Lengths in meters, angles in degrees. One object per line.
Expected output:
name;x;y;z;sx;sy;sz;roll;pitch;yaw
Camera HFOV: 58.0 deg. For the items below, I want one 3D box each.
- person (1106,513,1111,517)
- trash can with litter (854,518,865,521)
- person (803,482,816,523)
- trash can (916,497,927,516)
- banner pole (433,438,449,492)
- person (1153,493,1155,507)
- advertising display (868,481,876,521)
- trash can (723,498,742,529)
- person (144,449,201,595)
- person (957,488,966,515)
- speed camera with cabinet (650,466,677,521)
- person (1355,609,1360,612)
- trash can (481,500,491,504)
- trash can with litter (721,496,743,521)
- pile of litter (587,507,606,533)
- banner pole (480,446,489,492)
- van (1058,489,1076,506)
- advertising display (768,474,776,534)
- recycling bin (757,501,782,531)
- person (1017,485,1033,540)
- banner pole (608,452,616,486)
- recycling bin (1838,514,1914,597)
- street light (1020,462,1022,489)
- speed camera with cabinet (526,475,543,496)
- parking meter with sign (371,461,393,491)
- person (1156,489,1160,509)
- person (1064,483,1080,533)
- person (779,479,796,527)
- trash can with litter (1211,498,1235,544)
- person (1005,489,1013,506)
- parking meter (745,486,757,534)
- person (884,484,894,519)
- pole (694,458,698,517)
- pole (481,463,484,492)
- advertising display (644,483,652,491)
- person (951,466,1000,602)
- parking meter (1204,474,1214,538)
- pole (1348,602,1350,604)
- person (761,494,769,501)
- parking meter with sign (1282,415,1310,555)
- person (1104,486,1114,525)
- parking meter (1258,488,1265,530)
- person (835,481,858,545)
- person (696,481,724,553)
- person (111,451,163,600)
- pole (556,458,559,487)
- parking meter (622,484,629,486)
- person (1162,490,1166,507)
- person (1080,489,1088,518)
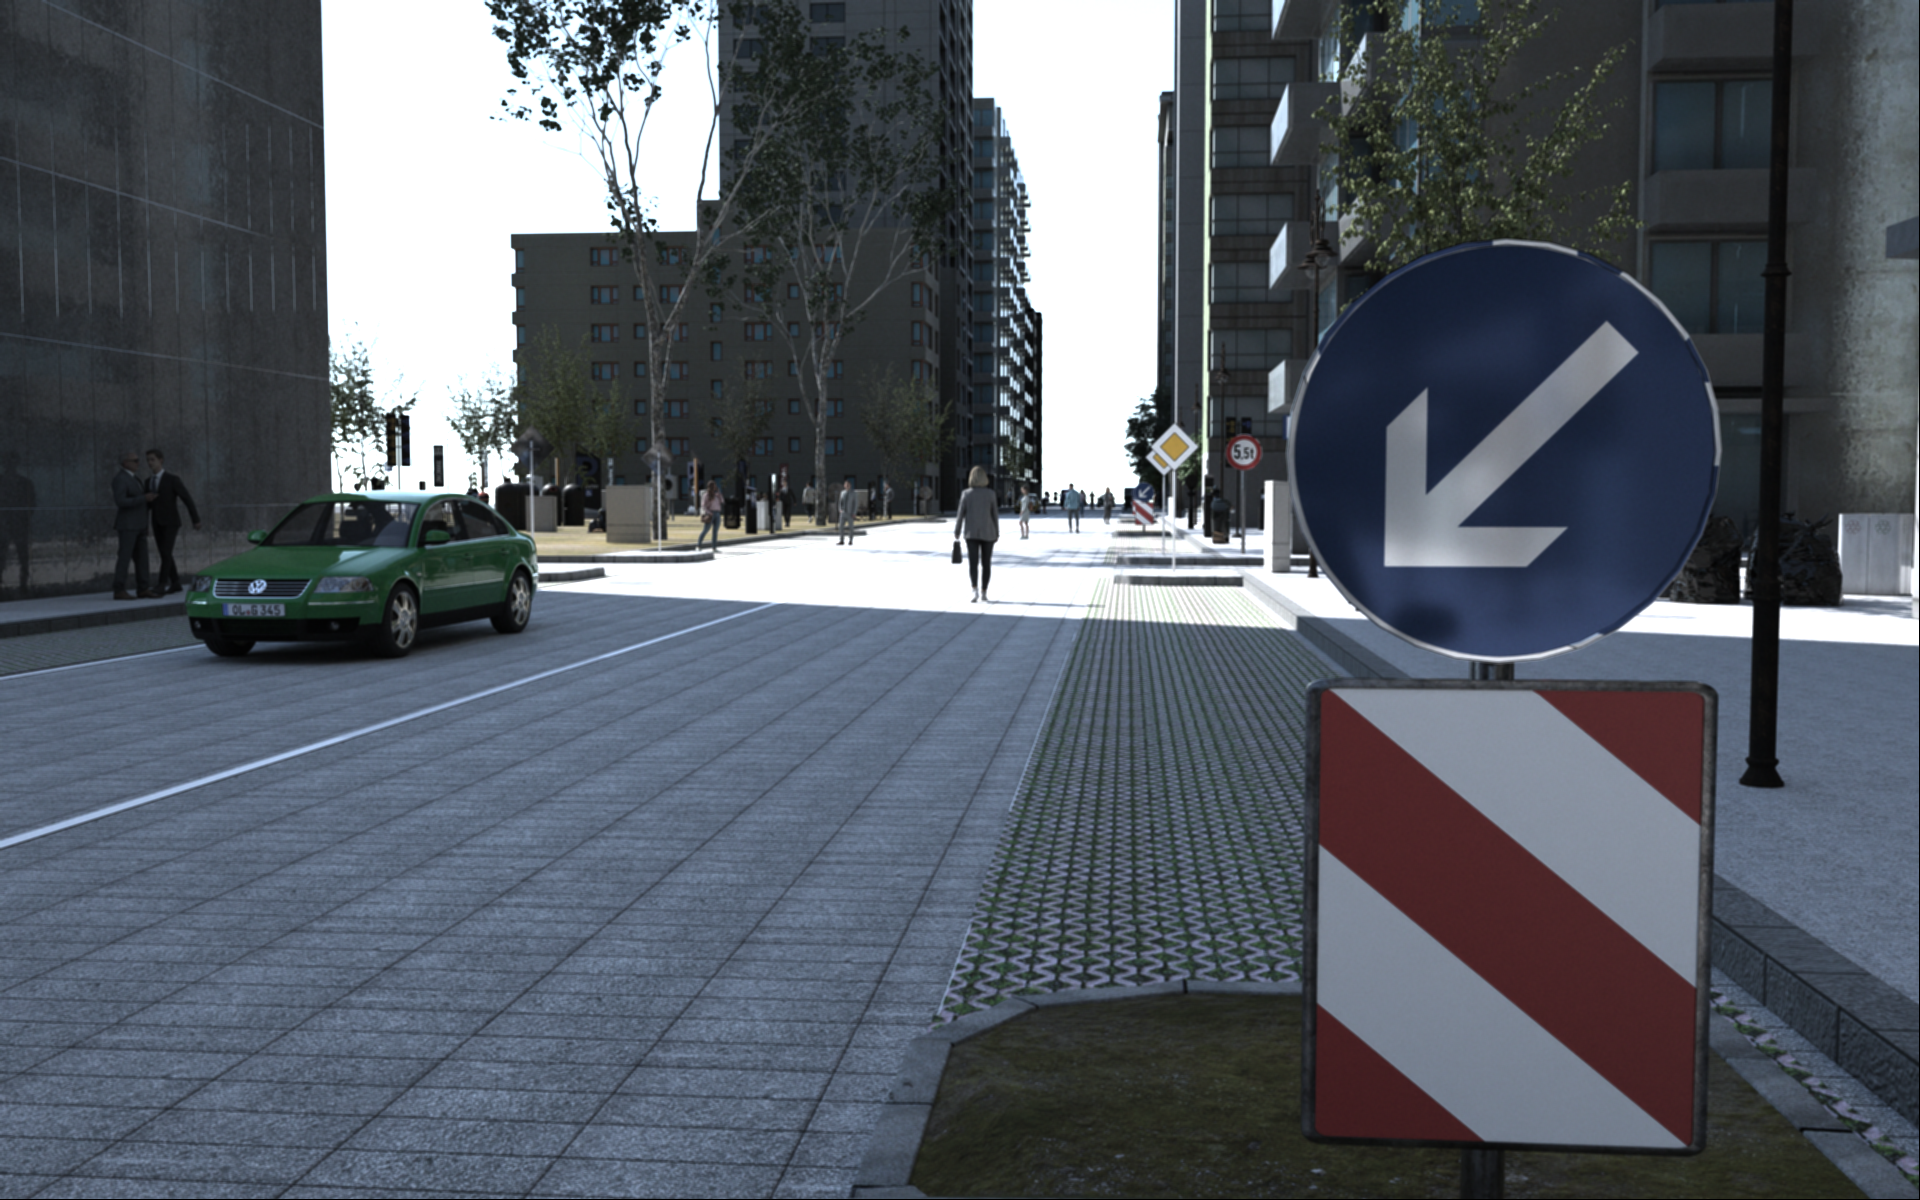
person;9.092;-5.908;106.898;0.330;1.601;0.589;-3;4;-38
trash can with litter;-5.372;-4.395;82.914;1.678;1.210;2.233;0;4;7
person;-6.692;-4.380;77.508;0.661;1.843;0.795;-2;4;-31
trash can;-2.272;-5.510;101.749;0.748;1.137;0.748;0;3;0
banner pole;-23.135;-5.348;77.464;0.863;3.779;0.401;-1;4;-17
person;19.545;-10.044;173.517;0.557;1.426;1.065;2;4;25
advertising display;-4.258;-4.800;83.691;0.123;1.923;0.974;1;4;11
trash can;-8.389;-3.185;63.728;0.748;1.137;0.748;0;3;0
person;-10.135;-0.988;21.978;0.659;1.850;0.755;1;4;16
person;0.217;-5.943;105.763;0.850;1.850;0.679;1;4;19
speed camera with cabinet;-14.724;-5.459;83.588;2.038;3.252;0.660;1;4;9
person;4.602;-0.832;19.010;0.648;1.900;0.474;-2;4;-27
trash can;-11.259;-1.745;40.178;0.748;1.137;0.748;0;3;0
trash can with litter;-11.050;-4.433;83.538;1.678;1.210;2.233;0;4;-7
pile of litter;-11.706;-2.689;57.923;1.719;0.858;1.176;-2;4;-29
banner pole;-24.577;-6.087;89.534;0.863;3.779;0.401;3;5;44
van;12.724;-12.152;203.064;2.240;2.365;5.245;0;4;6
advertising display;-6.071;-3.109;56.054;0.123;1.923;0.974;0;4;2
recycling bin;-6.778;-2.979;61.268;0.722;1.027;0.722;-3;5;-40
person;2.054;-2.757;54.583;0.522;1.701;0.512;0;4;-2
banner pole;-20.694;-6.923;103.214;0.863;3.779;0.401;2;4;34
recycling bin;11.686;-0.584;22.111;0.722;1.027;0.722;3;5;40
street light;7.005;-13.688;196.584;0.468;5.910;1.993;0;4;5
speed camera with cabinet;-20.279;-5.504;84.325;2.038;3.252;0.660;3;4;39
parking meter with sign;-30.789;-5.829;91.573;0.543;3.016;1.738;2;4;24
person;17.585;-9.000;153.719;0.617;1.759;0.750;-1;4;-21
person;4.136;-3.384;63.692;0.638;1.841;0.748;0;4;-4
person;-6.779;-3.785;67.701;0.659;1.850;0.755;0;4;5
trash can with litter;6.803;-2.046;44.845;0.624;1.170;1.055;1;4;9
person;5.157;-10.582;179.039;0.705;1.826;1.348;3;4;36
parking meter;-6.747;-2.908;55.950;0.372;1.533;0.369;0;3;0
person;-3.616;-4.990;87.808;0.473;1.802;0.592;-1;4;-14
pole;-15.081;-6.432;99.011;0.158;3.312;0.155;0;3;0
pole;-31.703;-7.412;115.037;0.158;3.312;0.155;0;3;0
advertising display;-17.228;-5.583;96.494;0.974;1.923;0.123;3;4;37
person;0.176;-0.879;23.057;0.709;1.800;0.728;0;3;0
parking meter;7.355;-2.783;51.215;0.255;1.863;0.399;0;4;4
pole;4.628;-1.606;20.103;0.158;3.312;0.155;0;3;0
person;-8.921;-4.207;79.104;0.475;1.303;0.640;-1;4;-19
parking meter with sign;7.300;-2.516;37.392;0.543;3.016;1.738;0;4;5
person;6.964;-4.413;80.838;0.537;1.800;0.526;-1;4;-11
parking meter;10.876;-3.278;62.012;0.372;1.533;0.369;0;3;0
person;-3.159;-2.451;48.679;0.635;1.810;0.391;1;4;19
person;-6.096;-2.015;42.039;0.643;1.750;0.593;3;5;39
person;-9.998;-0.908;21.068;0.590;1.801;0.661;0;4;-7
pole;-22.649;-6.341;97.511;0.158;3.312;0.155;0;3;0
parking meter;-19.459;-5.829;101.019;0.255;1.863;0.399;3;4;36
person;19.890;-10.079;170.795;0.705;1.831;1.348;3;4;37
person;7.479;-5.921;105.906;0.593;1.750;0.643;2;4;34
